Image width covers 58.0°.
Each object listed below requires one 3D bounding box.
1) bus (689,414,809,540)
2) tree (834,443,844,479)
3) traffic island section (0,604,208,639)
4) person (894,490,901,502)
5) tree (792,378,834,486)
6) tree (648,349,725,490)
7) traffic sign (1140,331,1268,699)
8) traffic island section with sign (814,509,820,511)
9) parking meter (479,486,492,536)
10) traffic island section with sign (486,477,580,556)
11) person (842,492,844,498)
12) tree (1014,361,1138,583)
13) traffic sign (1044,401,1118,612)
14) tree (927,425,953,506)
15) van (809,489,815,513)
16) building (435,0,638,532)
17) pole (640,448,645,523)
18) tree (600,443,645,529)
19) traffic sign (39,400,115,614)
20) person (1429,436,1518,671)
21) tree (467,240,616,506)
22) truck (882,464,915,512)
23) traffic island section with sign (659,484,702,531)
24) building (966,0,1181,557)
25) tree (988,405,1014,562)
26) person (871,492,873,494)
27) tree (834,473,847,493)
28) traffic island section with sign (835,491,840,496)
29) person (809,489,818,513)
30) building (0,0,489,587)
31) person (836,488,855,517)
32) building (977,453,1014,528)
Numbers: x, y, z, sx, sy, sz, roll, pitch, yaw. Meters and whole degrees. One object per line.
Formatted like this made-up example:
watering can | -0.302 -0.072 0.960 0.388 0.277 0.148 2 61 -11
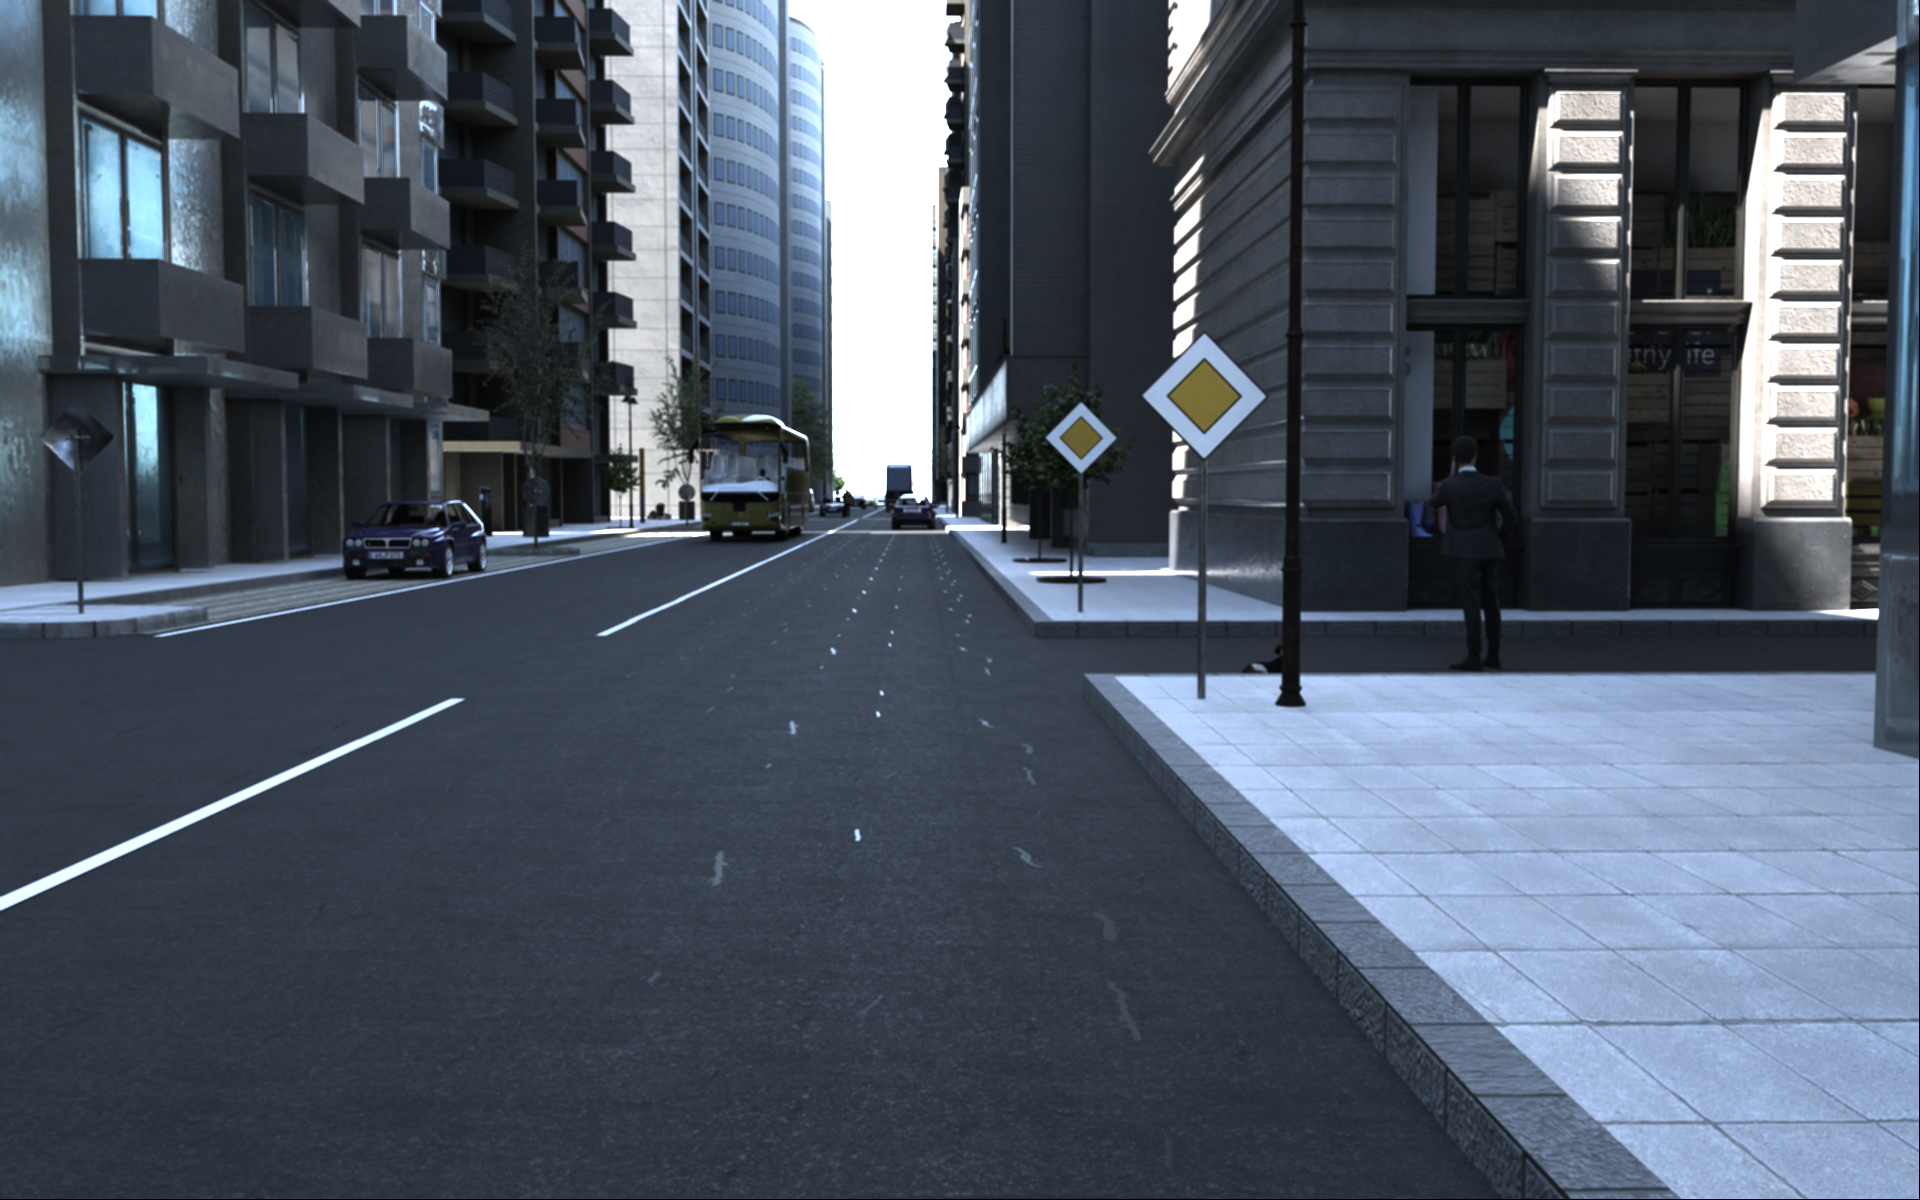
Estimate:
bus | -6.628 -4.001 56.963 2.896 3.916 12.252 0 4 -1
tree | -18.164 -18.018 244.962 4.360 8.622 3.978 0 3 0
traffic island section | -9.457 0.225 18.596 2.009 0.180 2.903 0 4 -1
person | -4.750 -7.606 133.389 0.617 1.759 0.750 -1 4 -18
tree | -16.250 -15.399 169.904 7.486 12.596 7.792 0 3 0
tree | -13.999 -8.450 88.527 4.737 8.622 4.395 0 3 0
traffic sign | 1.512 -0.438 10.805 0.795 2.450 0.064 0 4 -1
traffic island section with sign | -12.690 -8.344 145.055 1.989 1.847 2.006 0 4 -1
parking meter | -14.450 -2.713 52.773 0.372 1.533 0.369 0 3 0
traffic island section with sign | -10.016 -1.958 40.649 1.989 1.847 2.006 0 4 -1
person | -13.265 -11.488 197.253 0.530 1.710 0.541 2 4 31
tree | 1.763 -1.876 25.267 1.663 3.219 1.824 0 3 0
traffic sign | 1.308 -0.926 18.788 0.795 2.450 0.064 0 4 -1
tree | -1.347 -14.085 180.655 4.360 8.622 3.978 0 3 0
van | -12.173 -7.761 133.898 2.013 2.044 4.112 0 4 -2
building | -25.378 -25.364 69.326 22.147 44.769 28.867 0 4 -1
pole | -14.143 -5.091 77.088 0.158 3.312 0.155 0 3 0
tree | -12.612 -4.302 64.939 1.663 3.219 1.824 0 3 0
traffic sign | -9.434 -0.911 18.534 0.795 2.450 0.064 0 4 -1
person | 4.176 -0.386 14.174 0.648 1.900 0.474 -1 4 -16
tree | -12.482 -6.177 51.356 4.360 8.622 3.978 0 3 0
truck | -5.076 -9.652 147.562 2.967 4.110 18.799 0 4 -3
traffic island section with sign | -10.732 -3.638 68.115 1.989 1.847 2.006 0 4 -1
building | 7.713 -14.086 49.379 14.314 24.678 30.058 0 4 -1
tree | 1.567 -2.326 32.625 1.663 3.219 1.824 0 3 0
person | -10.792 -12.586 214.994 0.721 1.735 1.217 -3 4 -36
tree | -17.896 -16.347 250.985 4.285 4.588 4.351 0 3 0
traffic island section with sign | -14.116 -11.741 200.589 1.989 1.847 2.006 0 4 -1
person | -11.327 -7.436 130.077 1.348 1.824 0.705 0 4 4
building | -22.980 -25.201 31.653 23.786 49.044 30.456 0 4 -1
person | -6.996 -6.007 106.810 1.348 1.812 0.705 2 4 27
building | 6.680 -18.446 79.083 11.434 29.767 29.804 0 4 -1
